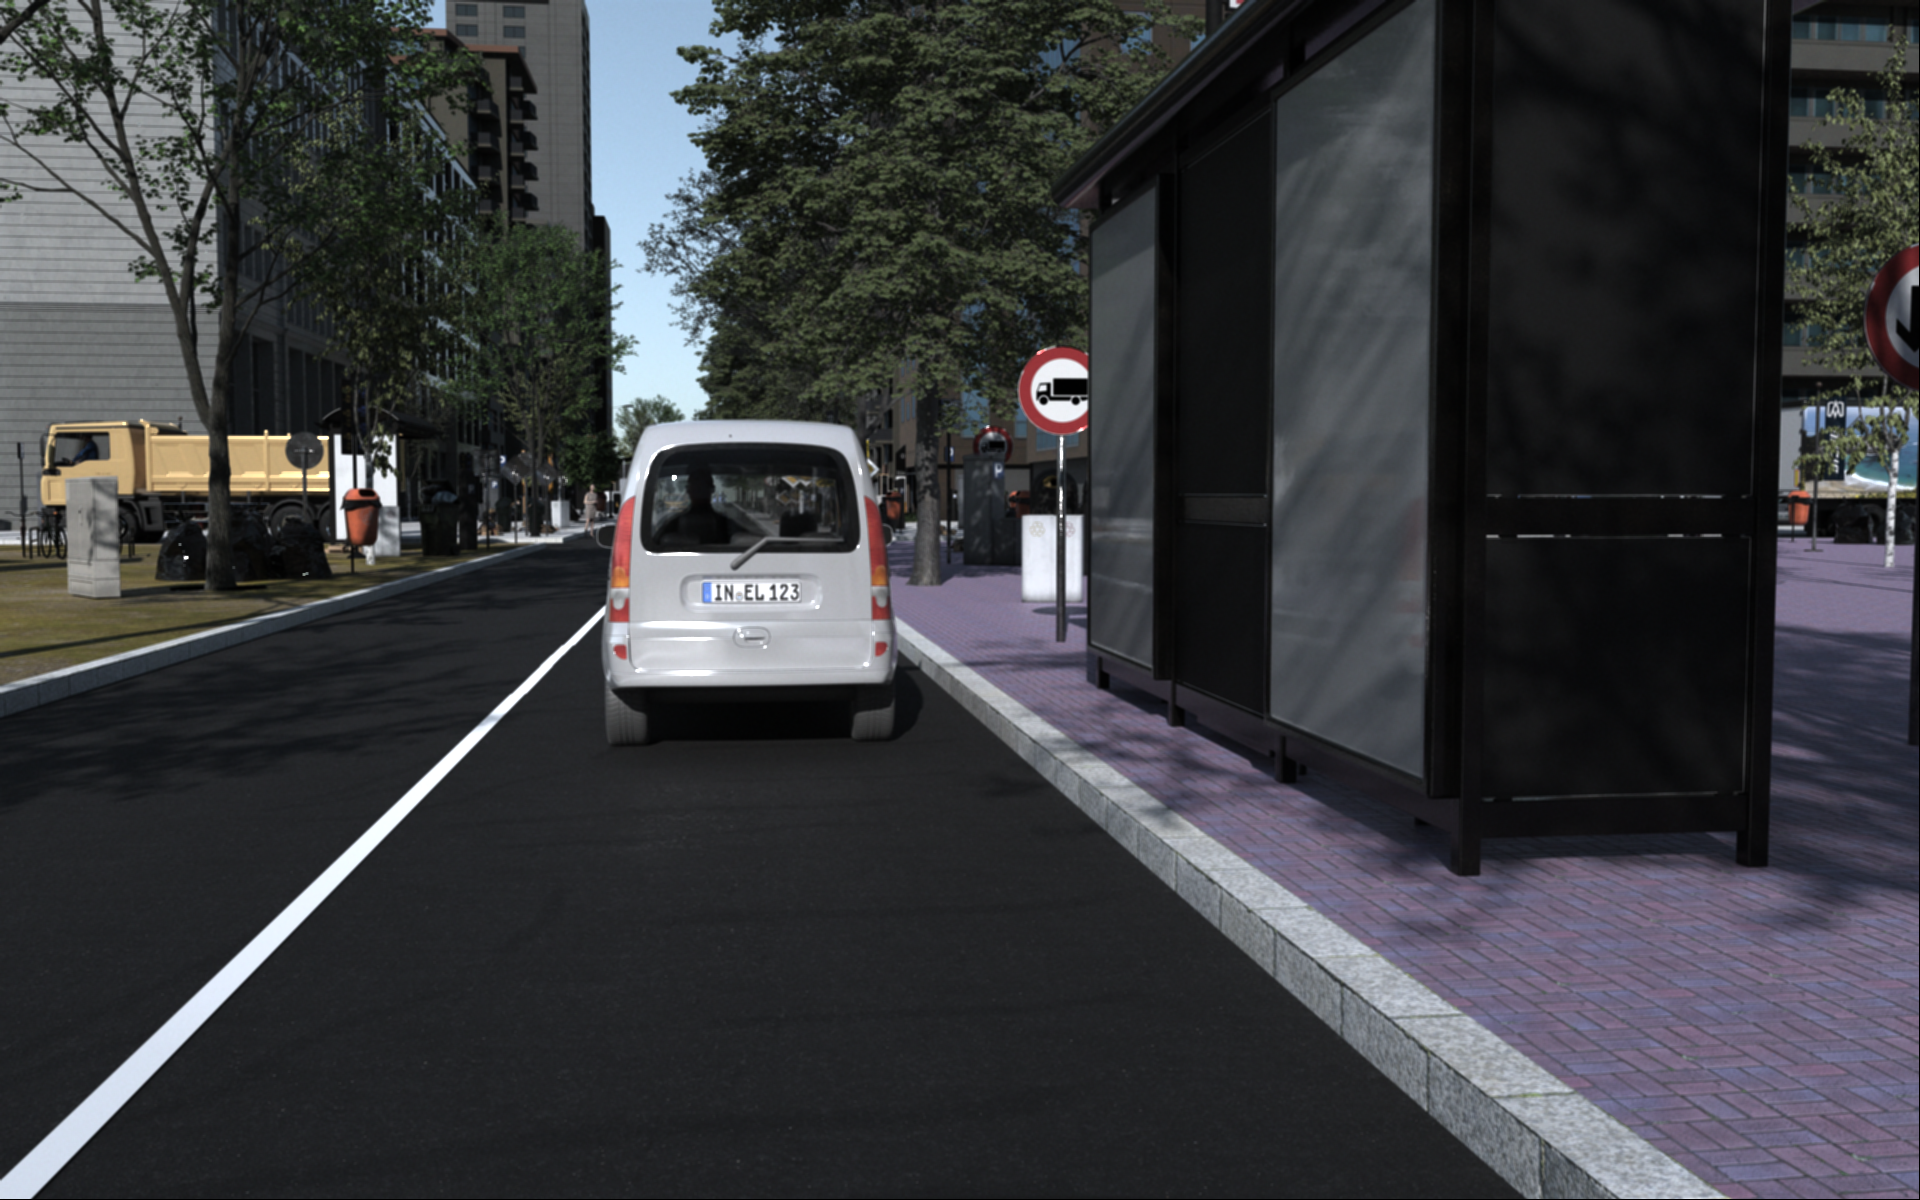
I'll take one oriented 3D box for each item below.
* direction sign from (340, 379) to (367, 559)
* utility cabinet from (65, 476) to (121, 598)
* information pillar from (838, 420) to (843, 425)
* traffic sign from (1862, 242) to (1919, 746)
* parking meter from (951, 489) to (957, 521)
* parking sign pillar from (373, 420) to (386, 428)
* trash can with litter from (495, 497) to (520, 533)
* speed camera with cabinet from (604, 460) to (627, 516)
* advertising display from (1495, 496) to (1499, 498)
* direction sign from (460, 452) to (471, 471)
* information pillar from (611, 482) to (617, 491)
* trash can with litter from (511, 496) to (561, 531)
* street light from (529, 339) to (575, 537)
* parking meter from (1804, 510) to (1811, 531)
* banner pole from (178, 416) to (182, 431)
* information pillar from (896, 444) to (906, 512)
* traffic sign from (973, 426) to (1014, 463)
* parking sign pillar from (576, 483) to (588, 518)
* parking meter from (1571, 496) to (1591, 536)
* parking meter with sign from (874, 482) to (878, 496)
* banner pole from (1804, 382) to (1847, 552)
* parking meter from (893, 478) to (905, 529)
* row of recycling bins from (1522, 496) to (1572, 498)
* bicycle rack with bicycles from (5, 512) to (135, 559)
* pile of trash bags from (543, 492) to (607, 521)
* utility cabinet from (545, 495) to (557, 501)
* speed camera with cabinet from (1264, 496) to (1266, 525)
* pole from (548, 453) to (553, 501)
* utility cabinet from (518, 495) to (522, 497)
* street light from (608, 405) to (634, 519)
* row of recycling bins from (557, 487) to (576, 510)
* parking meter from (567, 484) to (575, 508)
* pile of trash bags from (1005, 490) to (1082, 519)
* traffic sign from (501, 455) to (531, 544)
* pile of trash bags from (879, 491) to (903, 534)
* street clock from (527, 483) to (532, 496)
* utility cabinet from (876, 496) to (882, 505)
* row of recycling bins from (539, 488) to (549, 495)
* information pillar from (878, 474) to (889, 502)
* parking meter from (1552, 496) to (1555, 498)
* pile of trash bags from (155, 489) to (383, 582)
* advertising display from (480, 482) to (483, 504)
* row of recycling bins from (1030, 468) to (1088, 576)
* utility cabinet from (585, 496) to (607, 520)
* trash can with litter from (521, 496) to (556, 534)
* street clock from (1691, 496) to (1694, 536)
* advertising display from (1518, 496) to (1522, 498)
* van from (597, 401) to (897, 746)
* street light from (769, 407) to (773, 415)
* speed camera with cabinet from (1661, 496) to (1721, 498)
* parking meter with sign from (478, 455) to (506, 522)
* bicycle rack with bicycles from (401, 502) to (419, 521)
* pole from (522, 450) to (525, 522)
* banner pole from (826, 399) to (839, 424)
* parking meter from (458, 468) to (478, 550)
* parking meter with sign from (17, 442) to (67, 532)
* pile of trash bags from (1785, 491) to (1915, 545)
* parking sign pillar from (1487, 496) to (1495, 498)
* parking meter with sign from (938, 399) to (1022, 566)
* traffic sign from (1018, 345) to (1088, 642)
[{"bbox_3d":[-12.060,-2.601,34.519,0.379,3.537,0.876,1,4,13],"label":"direction sign"},{"bbox_3d":[-10.794,-0.786,21.524,0.318,1.500,1.173,-3,5,-41],"label":"utility cabinet"},{"bbox_3d":[-3.582,-3.792,53.357,0.504,3.616,0.183,0,4,1],"label":"information pillar"},{"bbox_3d":[4.894,-0.530,8.779,0.768,2.556,0.104,0,4,-4],"label":"traffic sign"},{"bbox_3d":[-0.303,-4.458,81.300,0.372,1.533,0.369,0,3,0],"label":"parking meter"},{"bbox_3d":[-18.643,-4.042,54.554,1.447,3.967,1.447,0,4,4],"label":"parking sign pillar"},{"bbox_3d":[-15.156,-2.813,57.383,0.624,1.170,1.055,0,4,7],"label":"trash can with litter"},{"bbox_3d":[-19.762,-6.491,100.456,0.660,3.252,2.038,2,4,28],"label":"speed camera with cabinet"},{"bbox_3d":[30.123,-5.548,95.919,0.974,1.923,0.123,2,4,28],"label":"advertising display"},{"bbox_3d":[-26.819,-6.240,94.025,0.379,3.537,0.876,1,4,19],"label":"direction sign"},{"bbox_3d":[-21.046,-6.157,105.166,0.304,2.012,0.304,1,4,15],"label":"information pillar"},{"bbox_3d":[-14.913,-3.018,60.394,2.233,1.210,1.678,0,4,-7],"label":"trash can with litter"},{"bbox_3d":[-12.239,-4.859,51.991,1.470,5.913,1.316,0,4,-8],"label":"street light"},{"bbox_3d":[29.231,-3.126,59.516,0.372,1.533,0.369,0,3,0],"label":"parking meter"},{"bbox_3d":[-25.049,-4.015,55.668,0.401,3.779,0.863,-1,4,-17],"label":"banner pole"},{"bbox_3d":[-2.773,-5.510,81.441,0.504,3.616,0.183,-1,4,-22],"label":"information pillar"},{"bbox_3d":[0.617,-1.980,32.474,0.768,2.556,0.104,0,4,-1],"label":"traffic sign"},{"bbox_3d":[-19.717,-6.324,91.868,1.447,3.967,1.447,1,4,19],"label":"parking sign pillar"},{"bbox_3d":[9.836,-1.157,27.331,0.372,1.533,0.369,0,3,0],"label":"parking meter"},{"bbox_3d":[-5.146,-7.069,111.839,1.738,3.016,0.543,1,4,13],"label":"parking meter with sign"},{"bbox_3d":[19.384,-2.979,38.730,0.863,3.779,0.401,0,4,2],"label":"banner pole"},{"bbox_3d":[-2.222,-3.524,63.337,0.255,1.863,0.399,3,5,41],"label":"parking meter"},{"bbox_3d":[27.078,-4.426,79.482,3.534,1.692,1.069,-2,4,-26],"label":"row of recycling bins"},{"bbox_3d":[-17.919,-1.327,35.086,2.852,0.926,2.925,-1,4,-22],"label":"bicycle rack with bicycles"},{"bbox_3d":[-18.687,-4.488,83.130,3.447,1.369,1.912,-1,4,-8],"label":"pile of trash bags"},{"bbox_3d":[-26.510,-6.196,112.473,0.306,1.237,1.020,2,4,35],"label":"utility cabinet"},{"bbox_3d":[7.970,-3.071,44.554,2.038,3.252,0.660,-3,4,-38],"label":"speed camera with cabinet"},{"bbox_3d":[-20.439,-5.667,86.506,0.158,3.312,0.155,0,3,0],"label":"pole"},{"bbox_3d":[-29.943,-6.568,118.548,0.306,1.237,1.020,0,4,6],"label":"utility cabinet"},{"bbox_3d":[-17.672,-7.197,90.219,1.470,5.913,1.316,0,4,-8],"label":"street light"},{"bbox_3d":[-24.105,-6.136,107.439,1.069,1.692,3.534,-2,4,-30],"label":"row of recycling bins"},{"bbox_3d":[-23.346,-6.007,103.922,0.255,1.863,0.399,2,4,28],"label":"parking meter"},{"bbox_3d":[2.974,-2.882,56.875,3.447,1.369,1.912,3,5,41],"label":"pile of trash bags"},{"bbox_3d":[-11.351,-2.483,44.236,0.795,2.450,0.064,0,4,-8],"label":"traffic sign"},{"bbox_3d":[-2.849,-2.899,57.148,1.912,1.369,3.447,-2,4,-31],"label":"pile of trash bags"},{"bbox_3d":[-26.621,-6.276,107.176,0.471,2.002,0.358,-3,5,-44],"label":"street clock"},{"bbox_3d":[-3.268,-3.077,61.476,1.020,1.237,0.306,0,4,1],"label":"utility cabinet"},{"bbox_3d":[-28.700,-6.892,119.794,1.069,1.692,3.534,-1,4,-10],"label":"row of recycling bins"},{"bbox_3d":[-2.856,-3.670,64.490,0.304,2.012,0.304,-2,4,-25],"label":"information pillar"},{"bbox_3d":[26.605,-4.211,77.257,0.372,1.533,0.369,0,3,0],"label":"parking meter"},{"bbox_3d":[-10.453,-1.040,26.758,1.912,1.369,3.447,2,4,34],"label":"pile of trash bags"},{"bbox_3d":[-26.096,-5.504,95.205,0.123,1.923,0.974,1,4,14],"label":"advertising display"},{"bbox_3d":[2.655,-1.221,27.071,3.534,1.692,1.069,2,4,33],"label":"row of recycling bins"},{"bbox_3d":[-18.038,-4.568,85.850,1.020,1.237,0.306,0,4,1],"label":"utility cabinet"},{"bbox_3d":[-13.612,-2.755,56.436,1.055,1.170,0.624,2,4,29],"label":"trash can with litter"},{"bbox_3d":[16.700,-2.135,39.474,0.471,2.002,0.358,1,4,11],"label":"street clock"},{"bbox_3d":[24.764,-4.420,77.484,0.123,1.923,0.974,-2,4,-25],"label":"advertising display"},{"bbox_3d":[-1.386,-0.262,11.300,2.013,2.044,4.112,0,4,-8],"label":"van"},{"bbox_3d":[-10.201,-7.150,89.441,1.470,5.913,1.316,0,4,-8],"label":"street light"},{"bbox_3d":[26.592,-4.201,63.014,0.660,3.252,2.038,-3,4,-37],"label":"speed camera with cabinet"},{"bbox_3d":[-21.207,-5.019,78.324,1.738,3.016,0.543,3,5,43],"label":"parking meter with sign"},{"bbox_3d":[-25.334,-4.242,82.743,2.925,0.926,2.852,-3,5,-41],"label":"bicycle rack with bicycles"},{"bbox_3d":[-20.238,-5.294,80.403,0.158,3.312,0.155,0,3,0],"label":"pole"},{"bbox_3d":[-3.348,-3.407,45.721,0.401,3.779,0.863,-2,4,-29],"label":"banner pole"},{"bbox_3d":[-11.297,-2.083,39.771,0.255,1.863,0.399,2,4,29],"label":"parking meter"},{"bbox_3d":[-30.889,-3.821,58.732,1.738,3.016,0.543,-1,4,-18],"label":"parking meter with sign"},{"bbox_3d":[23.227,-2.165,45.145,1.912,1.369,3.447,-3,4,-37],"label":"pile of trash bags"},{"bbox_3d":[36.090,-7.946,118.384,1.447,3.967,1.447,-1,4,-8],"label":"parking sign pillar"},{"bbox_3d":[0.430,-2.149,31.390,1.738,3.016,0.543,3,5,39],"label":"parking meter with sign"},{"bbox_3d":[0.876,-0.908,14.957,0.768,2.556,0.104,0,4,-3],"label":"traffic sign"}]
